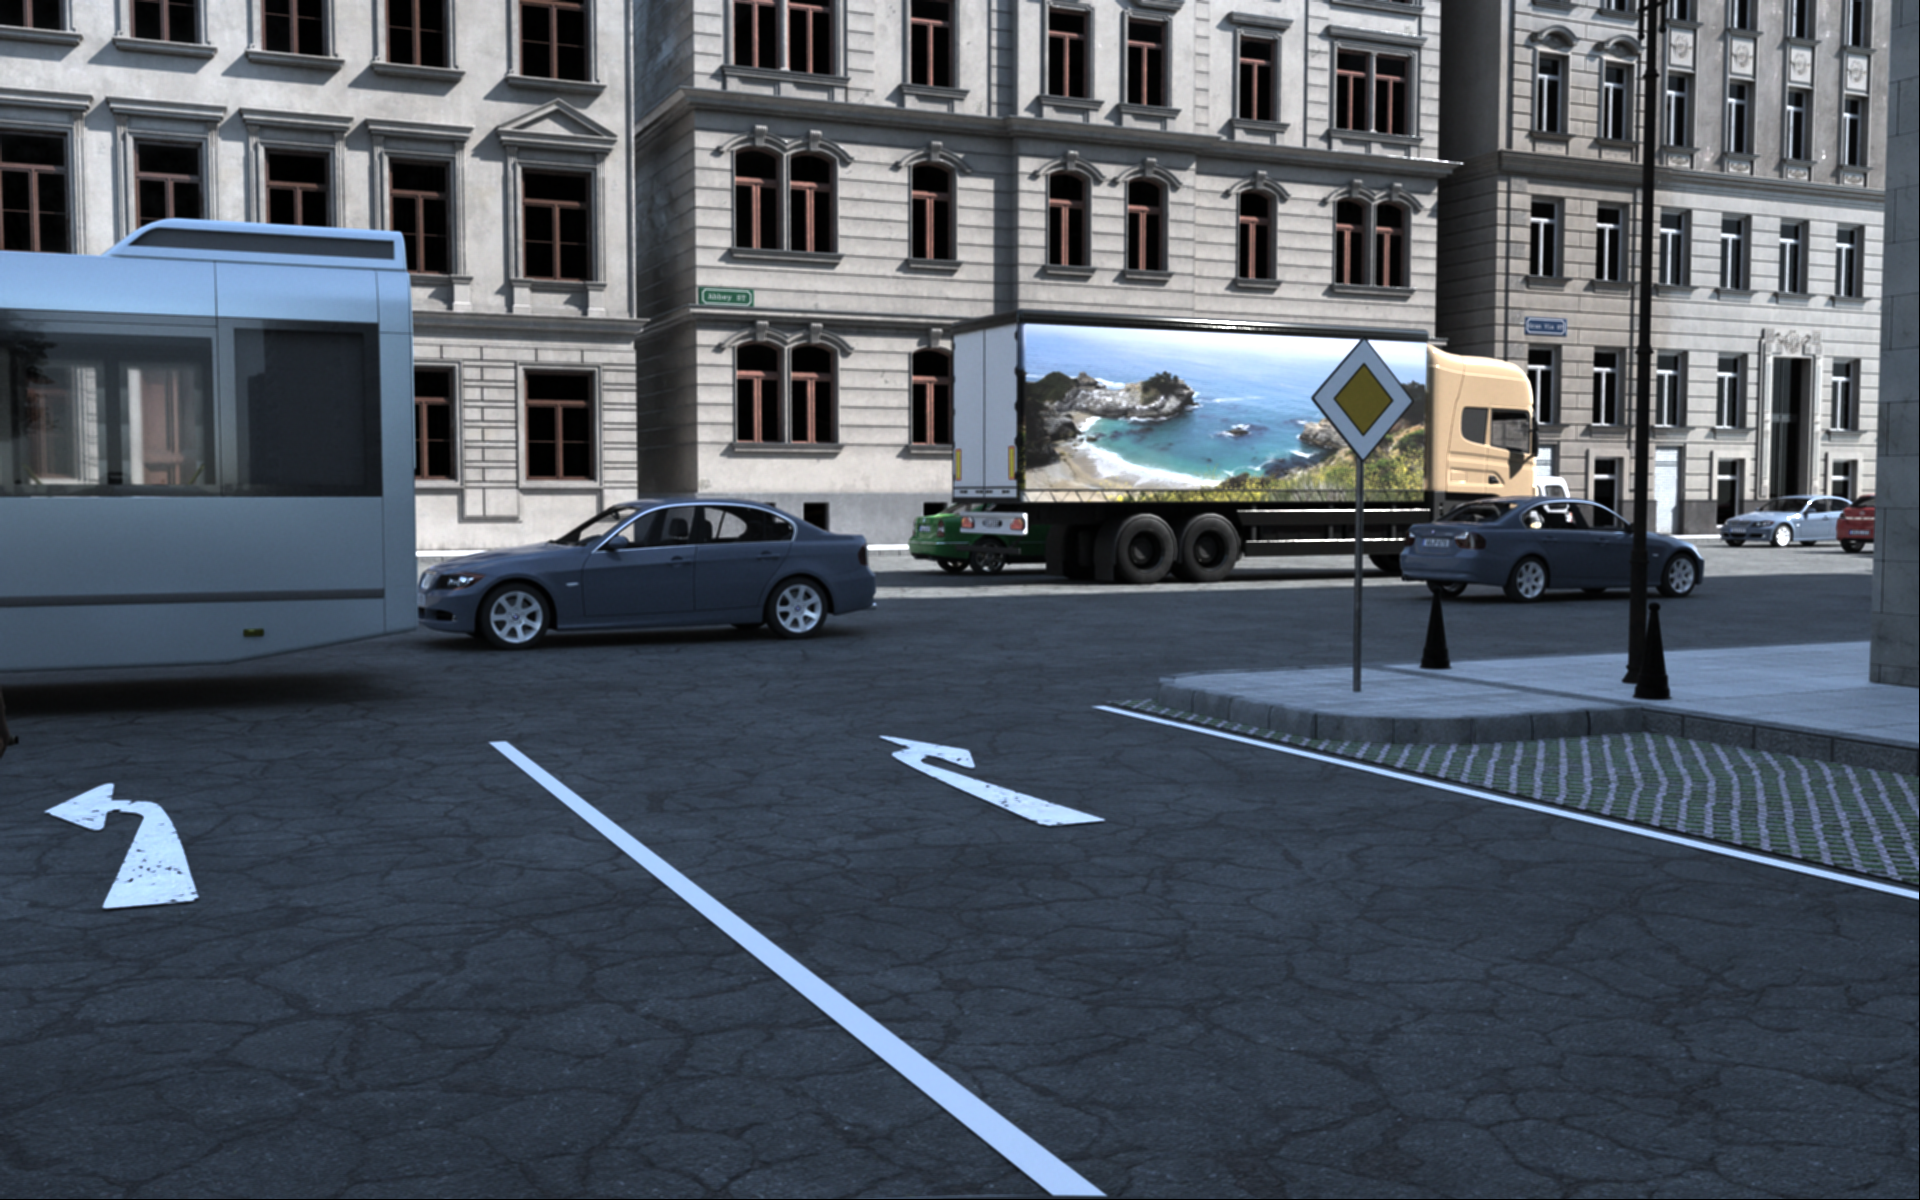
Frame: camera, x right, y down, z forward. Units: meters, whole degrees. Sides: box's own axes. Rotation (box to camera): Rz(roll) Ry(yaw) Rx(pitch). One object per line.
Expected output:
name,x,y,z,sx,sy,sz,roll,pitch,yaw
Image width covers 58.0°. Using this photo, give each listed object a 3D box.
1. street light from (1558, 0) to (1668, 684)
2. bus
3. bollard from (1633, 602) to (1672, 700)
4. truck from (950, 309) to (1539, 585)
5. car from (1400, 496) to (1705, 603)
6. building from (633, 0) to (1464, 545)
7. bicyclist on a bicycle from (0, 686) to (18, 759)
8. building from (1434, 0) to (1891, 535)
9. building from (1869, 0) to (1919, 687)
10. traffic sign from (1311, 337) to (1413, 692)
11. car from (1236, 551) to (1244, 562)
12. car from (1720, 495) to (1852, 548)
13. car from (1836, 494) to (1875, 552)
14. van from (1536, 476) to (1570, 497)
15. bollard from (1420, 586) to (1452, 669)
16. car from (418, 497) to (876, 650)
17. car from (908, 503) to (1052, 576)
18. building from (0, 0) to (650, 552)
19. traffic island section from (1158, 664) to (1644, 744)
street light,4.605,-2.375,11.612,0.468,5.910,1.993,-2,4,-24
bus,-10.270,-0.942,10.267,13.247,3.499,2.948,-2,4,-24
bollard,4.360,0.315,10.891,0.229,0.601,0.229,0,3,0
truck,5.420,-2.496,29.716,11.283,4.237,2.839,-2,4,-26
car,8.255,-0.735,24.022,4.499,1.417,2.014,-2,4,-26
building,1.251,-16.115,50.865,23.554,28.519,14.401,-2,4,-24
bicyclist on a bicycle,-2.160,0.414,3.247,1.499,1.676,1.625,-1,4,-22
building,24.279,-16.067,59.957,25.104,27.353,12.463,-2,4,-24
building,14.379,-9.229,5.652,10.420,20.320,16.860,-2,4,-24
traffic sign,2.577,-0.462,11.192,0.795,2.450,0.064,-2,4,-24
car,4.173,-1.620,36.716,3.980,1.641,2.015,-2,4,-24
car,23.044,-2.179,47.625,4.499,1.417,2.014,-1,4,-23
car,23.656,-2.051,42.580,4.494,1.783,2.155,-2,4,-24
van,12.001,-1.989,39.527,4.112,2.044,2.013,-2,4,-26
bollard,3.513,0.200,12.776,0.229,0.601,0.229,0,3,0
car,-3.082,-0.320,17.239,4.499,1.417,2.014,-2,4,-26
car,1.423,-1.399,31.668,4.718,1.807,1.959,-1,4,-23
building,-18.565,-12.498,40.499,21.152,22.565,11.583,-2,4,-24
traffic island section,2.595,0.673,11.278,2.009,0.180,2.903,-2,4,-24
